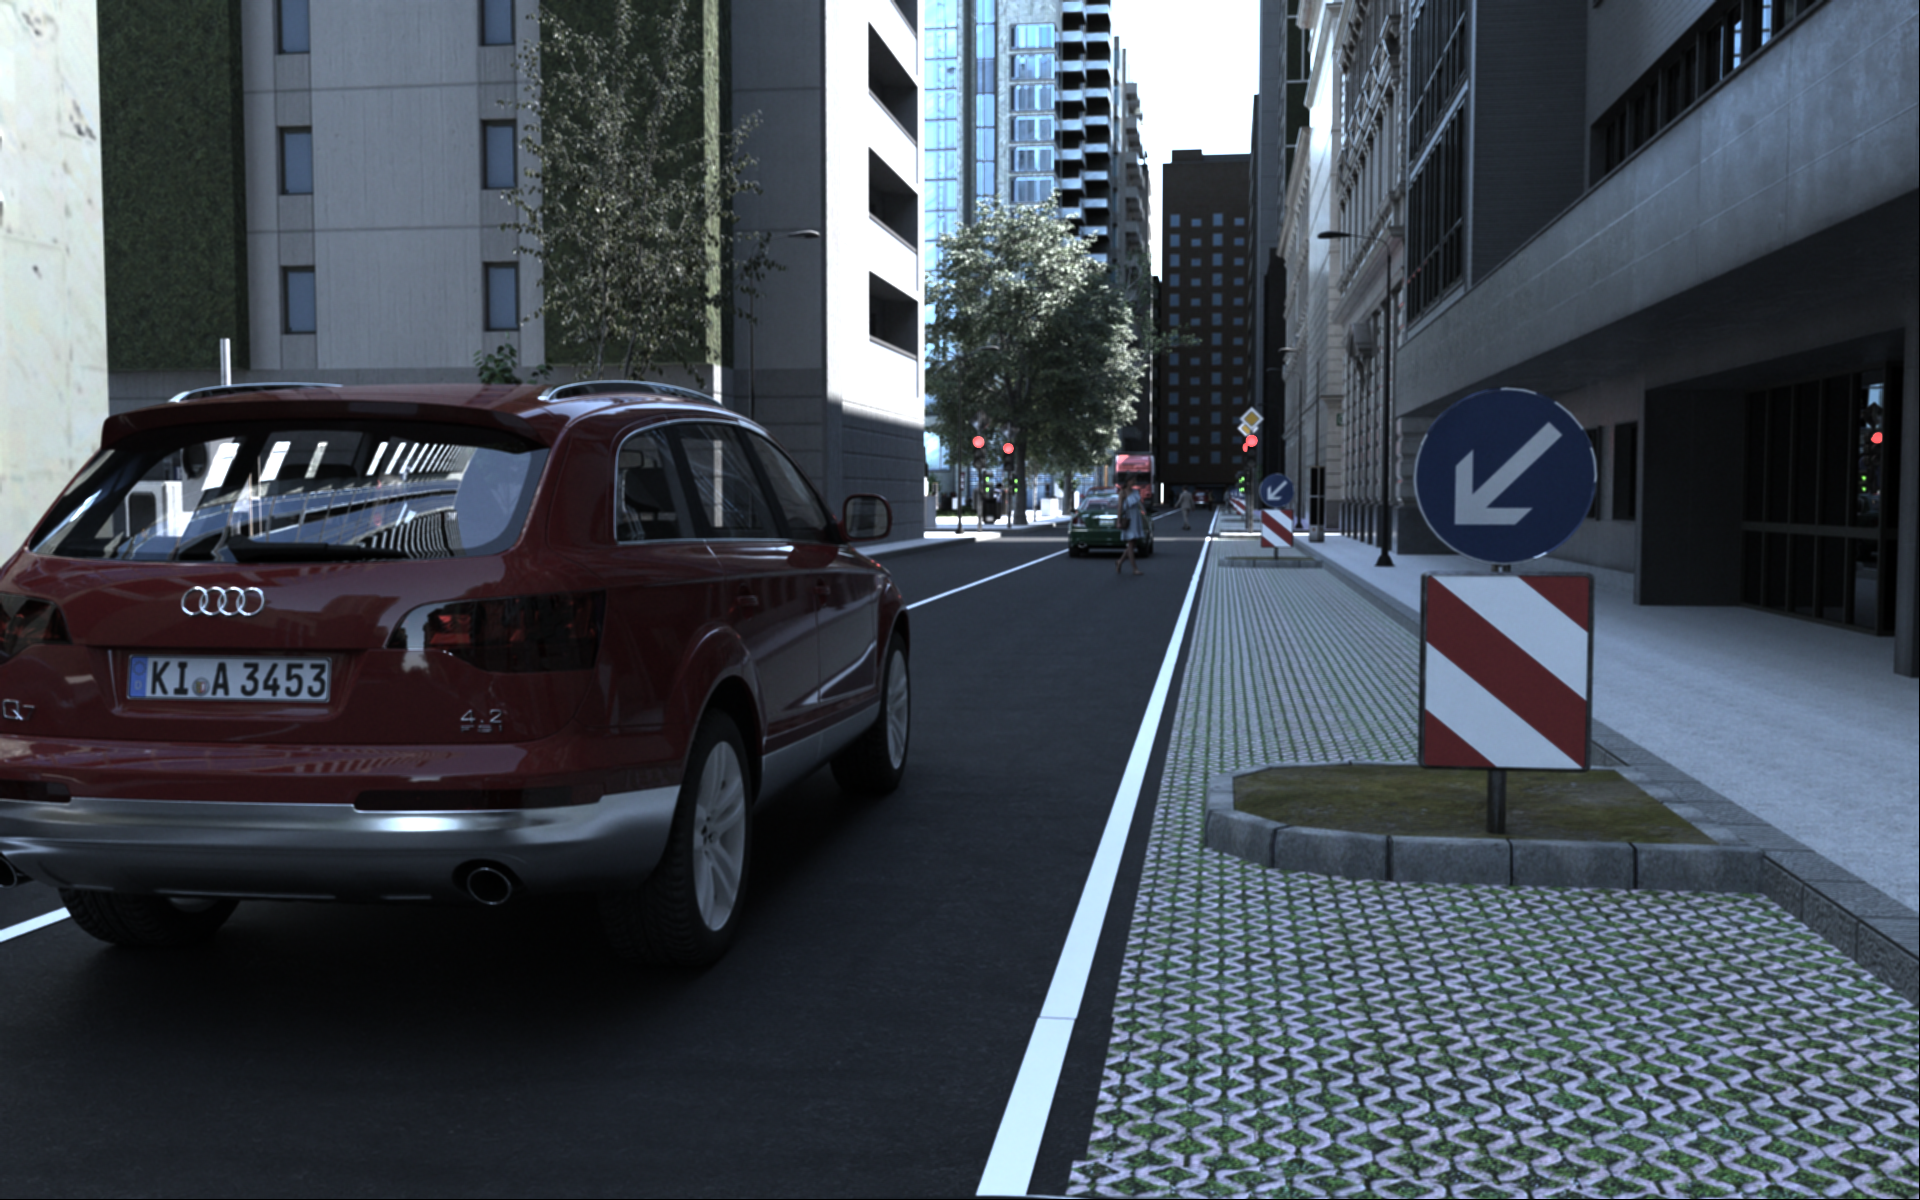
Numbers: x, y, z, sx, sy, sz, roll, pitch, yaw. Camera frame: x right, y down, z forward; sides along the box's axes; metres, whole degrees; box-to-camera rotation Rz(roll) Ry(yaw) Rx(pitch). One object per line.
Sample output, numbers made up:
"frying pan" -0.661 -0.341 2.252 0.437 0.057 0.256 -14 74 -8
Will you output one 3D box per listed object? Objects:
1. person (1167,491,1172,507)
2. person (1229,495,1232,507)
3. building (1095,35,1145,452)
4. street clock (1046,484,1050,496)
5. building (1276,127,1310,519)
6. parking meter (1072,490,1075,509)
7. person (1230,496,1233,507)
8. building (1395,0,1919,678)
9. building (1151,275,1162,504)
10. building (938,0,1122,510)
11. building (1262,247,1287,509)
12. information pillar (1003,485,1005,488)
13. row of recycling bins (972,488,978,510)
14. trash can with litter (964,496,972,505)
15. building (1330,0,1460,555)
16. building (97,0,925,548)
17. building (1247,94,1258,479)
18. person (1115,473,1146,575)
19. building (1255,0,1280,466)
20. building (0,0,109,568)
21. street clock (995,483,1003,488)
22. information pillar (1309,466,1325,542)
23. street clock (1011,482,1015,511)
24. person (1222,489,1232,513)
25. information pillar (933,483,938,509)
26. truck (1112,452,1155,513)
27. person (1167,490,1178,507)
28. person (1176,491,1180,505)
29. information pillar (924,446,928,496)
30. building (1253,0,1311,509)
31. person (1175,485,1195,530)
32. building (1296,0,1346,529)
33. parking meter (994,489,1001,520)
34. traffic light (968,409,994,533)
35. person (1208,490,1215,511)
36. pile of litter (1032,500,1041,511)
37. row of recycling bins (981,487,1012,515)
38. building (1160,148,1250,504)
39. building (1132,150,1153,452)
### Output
"person" 23.131 -11.117 190.273 0.705 1.822 1.348 2 4 35
"person" 26.856 -9.906 170.462 1.348 1.824 0.705 -3 4 -39
"building" 8.228 -34.640 185.978 23.786 49.044 30.456 1 4 9
"street clock" 6.149 -7.136 121.236 0.358 2.002 0.471 1 4 9
"building" 26.313 -16.787 110.629 11.583 22.565 21.152 1 4 9
"parking meter" 6.629 -5.783 102.960 0.372 1.533 0.369 0 3 0
"person" 29.353 -10.888 187.239 1.217 1.743 0.721 3 4 38
"building" 13.595 -12.225 18.942 14.314 24.678 30.058 1 4 9
"building" 19.686 -28.004 229.566 14.107 30.474 14.160 1 4 9
"building" 3.750 -51.487 154.490 22.319 86.520 31.000 1 4 9
"building" 28.990 -18.299 128.868 12.332 23.373 15.834 1 4 9
"information pillar" 3.271 -7.951 134.492 0.304 2.012 0.304 3 5 45
"row of recycling bins" 1.511 -6.226 108.913 1.069 1.692 3.534 1 4 13
"trash can with litter" 0.870 -7.525 134.414 1.055 1.170 0.624 -1 4 -17
"building" 15.367 -13.179 44.355 11.050 23.489 19.941 1 4 9
"building" -15.549 -30.856 46.499 28.212 58.520 21.231 1 4 9
"building" 44.196 -35.221 199.569 21.300 48.544 21.600 1 4 9
"person" 2.976 -1.358 30.790 0.616 1.811 0.778 -2 4 -35
"building" 40.578 -38.695 174.668 21.231 58.520 28.212 1 4 9
"building" -19.648 -42.063 0.395 22.319 86.520 31.000 1 4 9
"street clock" 2.567 -6.689 113.933 0.471 2.002 0.358 -3 5 -41
"information pillar" 9.521 -2.549 46.176 0.304 2.012 0.304 3 5 44
"street clock" 2.734 -4.970 85.834 0.471 2.002 0.358 0 4 2
"person" 20.158 -7.463 130.620 0.850 1.850 0.679 -1 4 -10
"information pillar" -1.660 -6.812 115.861 0.304 2.012 0.304 0 4 7
"truck" 11.922 -7.884 117.818 2.839 4.237 11.283 0 4 7
"person" 22.835 -10.867 186.196 1.348 1.821 0.705 2 4 33
"person" 26.240 -12.241 209.171 0.617 1.759 0.750 3 4 37
"information pillar" -1.849 -5.715 84.799 0.504 3.616 0.183 3 5 39
"building" 36.092 -43.549 150.274 20.563 71.187 20.611 1 4 9
"person" 9.026 -3.700 69.273 0.678 1.792 0.850 -2 4 -25
"building" 35.746 -17.777 67.076 44.131 29.872 17.030 1 4 9
"parking meter" 1.860 -4.733 85.795 0.372 1.533 0.369 0 3 0
"traffic light" 0.669 -4.159 56.922 0.839 4.253 0.868 1 4 9
"person" 21.031 -8.348 145.081 0.705 1.812 1.348 -1 4 -13
"pile of litter" 6.428 -7.360 134.299 1.719 0.858 1.176 0 4 0
"row of recycling bins" 2.373 -6.012 105.414 1.069 1.692 3.534 1 4 16
"building" 33.685 -35.285 227.026 14.200 45.320 14.600 1 4 9
"building" 15.988 -32.087 208.209 14.086 41.232 14.154 1 4 9
